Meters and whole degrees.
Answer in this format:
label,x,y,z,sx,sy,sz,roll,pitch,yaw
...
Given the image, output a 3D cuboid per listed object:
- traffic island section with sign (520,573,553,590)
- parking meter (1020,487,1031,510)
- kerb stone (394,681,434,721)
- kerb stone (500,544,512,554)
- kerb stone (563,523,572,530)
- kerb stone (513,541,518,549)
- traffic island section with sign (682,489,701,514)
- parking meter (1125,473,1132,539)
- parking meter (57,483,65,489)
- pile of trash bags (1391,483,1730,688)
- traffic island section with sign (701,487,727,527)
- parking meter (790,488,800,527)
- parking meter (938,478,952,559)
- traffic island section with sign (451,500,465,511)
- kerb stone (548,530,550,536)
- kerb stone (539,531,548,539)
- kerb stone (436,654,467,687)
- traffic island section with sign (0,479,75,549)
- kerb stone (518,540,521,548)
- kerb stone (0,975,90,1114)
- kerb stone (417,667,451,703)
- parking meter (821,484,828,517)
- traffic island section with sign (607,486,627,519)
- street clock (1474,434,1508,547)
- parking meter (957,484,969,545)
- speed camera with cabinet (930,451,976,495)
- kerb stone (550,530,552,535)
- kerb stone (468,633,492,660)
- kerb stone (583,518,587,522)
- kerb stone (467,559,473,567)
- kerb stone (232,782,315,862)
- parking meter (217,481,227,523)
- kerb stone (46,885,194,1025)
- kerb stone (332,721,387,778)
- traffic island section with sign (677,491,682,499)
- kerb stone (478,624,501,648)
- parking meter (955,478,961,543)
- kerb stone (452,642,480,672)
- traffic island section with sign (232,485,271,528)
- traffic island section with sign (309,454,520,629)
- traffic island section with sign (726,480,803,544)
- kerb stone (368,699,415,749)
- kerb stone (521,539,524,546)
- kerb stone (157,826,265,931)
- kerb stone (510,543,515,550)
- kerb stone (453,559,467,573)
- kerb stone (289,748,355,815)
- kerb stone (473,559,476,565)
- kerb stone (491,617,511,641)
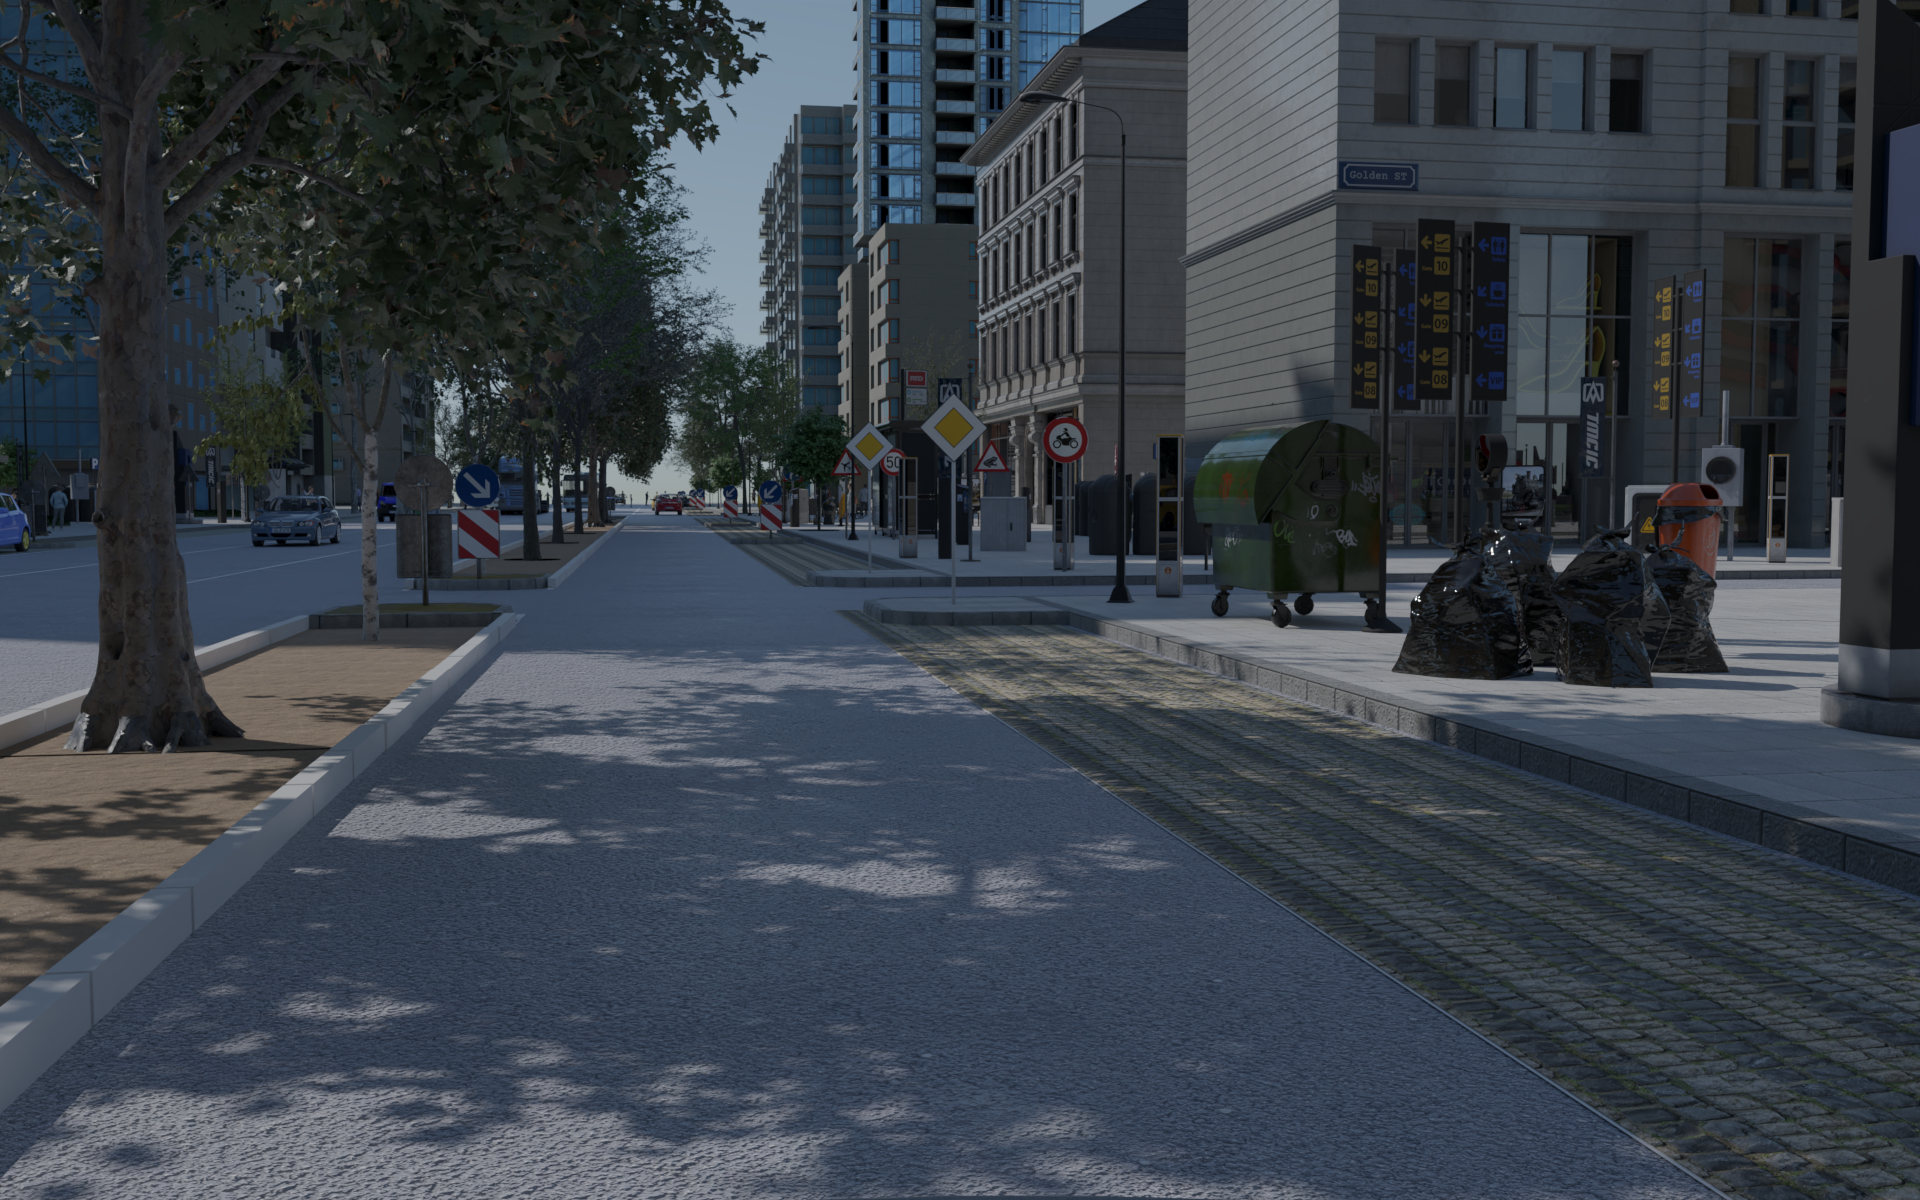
label,x,y,z,sx,sy,sz,roll,pitch,yaw
traffic island section with sign,-7.338,-1.131,26.631,2.006,1.907,1.989,-1,4,-10
parking meter,2.338,-3.270,61.879,0.372,1.533,0.369,0,3,0
kerb stone,-3.547,0.673,11.197,0.120,0.150,1.000,-1,4,-10
kerb stone,-11.207,-1.251,42.655,0.120,0.150,1.000,-1,4,-10
kerb stone,-16.535,-3.101,72.957,0.120,0.150,1.000,-1,4,-10
kerb stone,-11.566,-1.375,44.679,0.120,0.150,1.000,-1,4,-10
traffic island section with sign,-19.072,-7.210,126.505,1.989,1.847,2.006,-1,4,-10
parking meter,4.654,-2.643,48.929,0.399,1.863,0.255,0,4,5
parking meter,-47.710,-5.278,92.010,0.399,1.863,0.255,-3,5,-43
pile of trash bags,4.845,-0.198,12.988,3.447,1.369,1.912,-3,5,-44
traffic island section with sign,-10.275,-4.150,76.486,1.989,1.847,2.006,-1,4,-10
parking meter,-6.392,-3.580,66.937,0.372,1.533,0.369,0,3,0
parking meter,-0.294,-1.748,34.299,0.255,1.863,0.399,0,4,4
traffic island section with sign,-42.843,-8.622,149.596,1.989,1.847,2.006,-1,4,-10
kerb stone,-13.875,-2.179,57.833,0.120,0.150,1.000,-1,4,-10
kerb stone,-13.691,-2.117,56.814,0.120,0.150,1.000,-1,4,-10
kerb stone,-3.899,0.553,13.215,0.120,0.150,1.000,-1,4,-10
traffic island section with sign,-24.583,-2.265,45.668,1.989,1.847,2.006,-1,4,-10
kerb stone,-11.742,-1.435,45.698,0.120,0.150,1.000,-1,4,-10
kerb stone,-2.304,1.104,4.141,0.120,0.150,1.000,-1,4,-10
kerb stone,-3.725,0.612,12.204,0.120,0.150,1.000,-1,4,-10
parking meter,-7.588,-5.586,97.048,0.255,1.863,0.399,1,4,19
traffic island section with sign,-20.358,-5.658,100.638,2.006,1.907,1.989,-1,4,-10
street clock,6.386,-0.997,20.877,0.358,2.002,0.471,0,4,-6
parking meter,0.100,-2.157,43.675,0.372,1.533,0.369,0,3,0
speed camera with cabinet,-0.322,-5.184,79.094,2.038,3.252,0.660,-1,4,-20
kerb stone,-14.055,-2.238,58.839,0.120,0.150,1.000,-1,4,-10
kerb stone,-4.252,0.427,15.234,0.120,0.150,1.000,-1,4,-10
kerb stone,-20.262,-4.402,94.166,0.120,0.150,1.000,-1,4,-10
kerb stone,-9.609,-0.696,33.570,0.120,0.150,1.000,-1,4,-10
kerb stone,-2.838,0.922,7.161,0.120,0.150,1.000,-1,4,-10
parking meter,-32.479,-4.311,76.193,0.399,1.863,0.255,3,5,39
kerb stone,-2.480,1.043,5.148,0.120,0.150,1.000,-1,4,-10
kerb stone,-3.188,0.796,9.176,0.120,0.150,1.000,-1,4,-10
traffic island section with sign,-23.735,-8.834,153.056,1.989,1.847,2.006,-1,4,-10
kerb stone,-4.435,0.364,16.240,0.120,0.150,1.000,-1,4,-10
parking meter,-0.149,-2.462,45.965,0.255,1.863,0.399,-2,4,-26
kerb stone,-4.075,0.488,14.222,0.120,0.150,1.000,-1,4,-10
traffic island section with sign,-29.347,-3.922,72.753,1.989,1.847,2.006,-1,4,-10
traffic island section with sign,-6.064,-0.685,19.334,2.006,1.907,1.989,-1,4,-10
traffic island section with sign,-5.609,-2.527,49.937,1.989,1.847,2.006,-1,4,-10
kerb stone,-3.357,0.734,10.190,0.120,0.150,1.000,-1,4,-10
kerb stone,-11.928,-1.497,46.706,0.120,0.150,1.000,-1,4,-10
kerb stone,-2.655,0.983,6.155,0.120,0.150,1.000,-1,4,-10
kerb stone,-11.386,-1.306,43.663,0.120,0.150,1.000,-1,4,-10
kerb stone,-9.435,-0.634,32.563,0.120,0.150,1.000,-1,4,-10
kerb stone,-3.014,0.860,8.169,0.120,0.150,1.000,-1,4,-10
kerb stone,-9.786,-0.757,34.577,0.120,0.150,1.000,-1,4,-10
kerb stone,-4.599,0.302,17.254,0.120,0.150,1.000,-1,4,-10
